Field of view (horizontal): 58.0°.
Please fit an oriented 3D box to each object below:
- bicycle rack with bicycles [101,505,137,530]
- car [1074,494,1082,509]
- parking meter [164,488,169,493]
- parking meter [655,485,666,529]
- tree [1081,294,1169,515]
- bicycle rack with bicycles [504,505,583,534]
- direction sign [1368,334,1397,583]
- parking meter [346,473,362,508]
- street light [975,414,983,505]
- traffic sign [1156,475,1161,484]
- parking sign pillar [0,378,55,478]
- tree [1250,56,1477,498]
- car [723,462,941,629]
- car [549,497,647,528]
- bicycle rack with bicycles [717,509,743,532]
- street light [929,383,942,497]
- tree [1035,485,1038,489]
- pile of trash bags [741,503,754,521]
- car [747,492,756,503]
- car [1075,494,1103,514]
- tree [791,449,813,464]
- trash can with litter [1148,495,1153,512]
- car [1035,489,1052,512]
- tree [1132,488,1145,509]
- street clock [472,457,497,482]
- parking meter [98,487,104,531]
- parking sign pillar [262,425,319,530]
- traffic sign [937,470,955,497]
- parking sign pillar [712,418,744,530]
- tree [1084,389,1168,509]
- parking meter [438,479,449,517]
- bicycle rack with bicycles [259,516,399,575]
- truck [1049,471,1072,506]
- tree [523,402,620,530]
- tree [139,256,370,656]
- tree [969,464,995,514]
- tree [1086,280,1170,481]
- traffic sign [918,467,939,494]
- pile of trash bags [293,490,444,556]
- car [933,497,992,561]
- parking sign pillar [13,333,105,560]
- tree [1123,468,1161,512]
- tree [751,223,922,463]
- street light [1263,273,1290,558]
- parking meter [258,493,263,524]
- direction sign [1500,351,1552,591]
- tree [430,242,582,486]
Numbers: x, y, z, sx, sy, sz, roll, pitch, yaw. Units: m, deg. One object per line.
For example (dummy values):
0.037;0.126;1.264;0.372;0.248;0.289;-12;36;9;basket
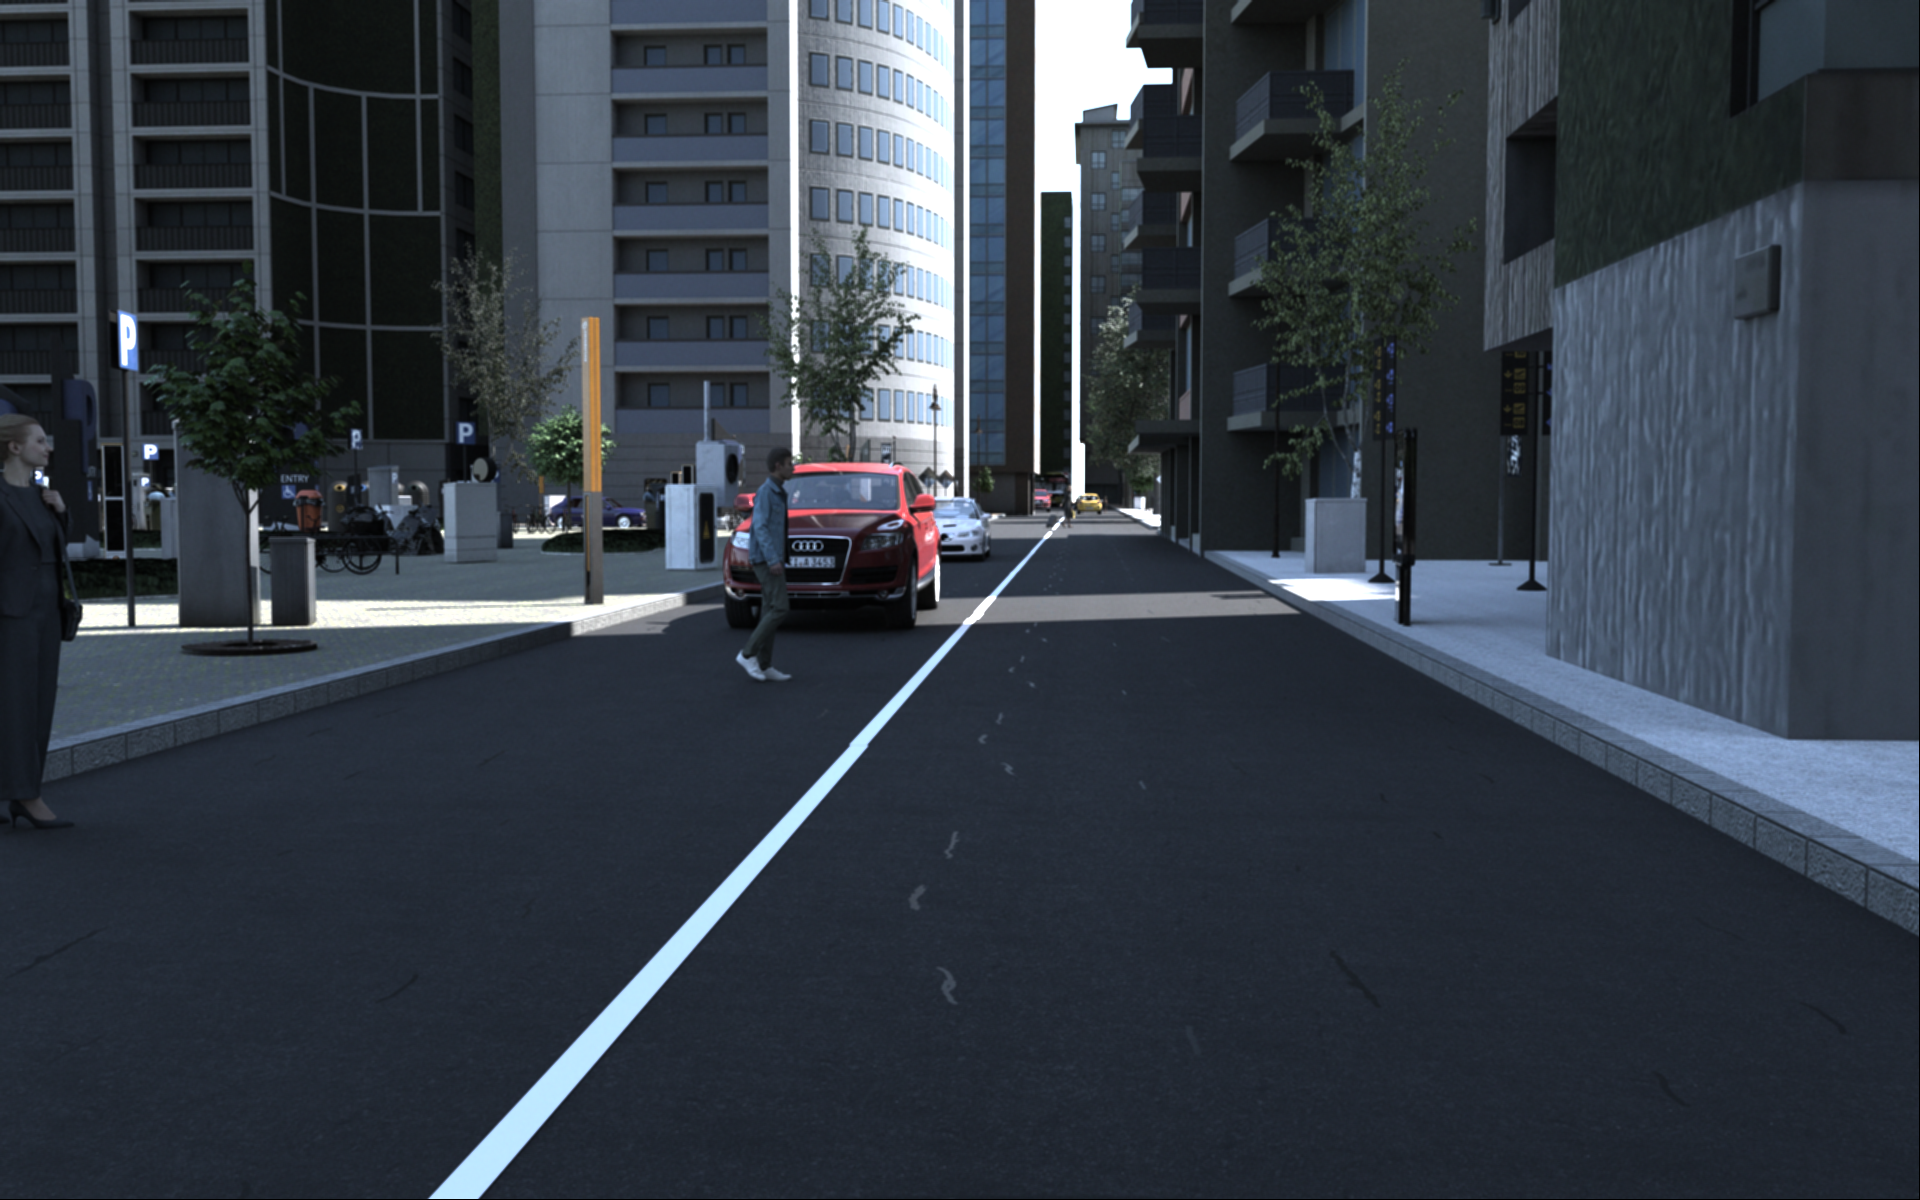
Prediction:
-28.895;-2.700;57.527;2.852;0.926;2.925;-3;4;-38;bicycle rack with bicycles
11.896;-9.554;165.990;2.009;1.686;4.222;0;4;4;car
-27.271;-3.113;59.312;0.372;1.533;0.369;0;3;0;parking meter
-8.192;-2.396;47.584;0.372;1.533;0.369;0;3;0;parking meter
12.476;-12.331;108.270;9.857;13.997;8.962;0;3;0;tree
-13.600;-2.657;56.830;2.852;0.926;2.925;-2;4;-28;bicycle rack with bicycles
6.119;-2.020;25.029;0.379;3.537;0.876;0;4;-5;direction sign
-16.854;-2.596;48.152;0.399;1.863;0.255;-1;4;-21;parking meter
1.074;-7.751;99.510;0.468;5.910;1.993;0;4;4;street light
8.435;-4.125;71.081;0.795;2.450;0.064;0;4;4;traffic sign
-19.238;-2.817;34.523;1.447;3.967;1.447;0;4;1;parking sign pillar
6.904;-4.878;30.110;4.737;8.622;4.395;0;3;0;tree
-1.373;-0.705;20.200;2.281;1.827;5.304;0;4;4;car
-14.431;-3.490;69.641;3.894;1.354;1.945;0;4;6;car
-7.159;-2.792;59.034;2.852;0.926;2.925;-2;4;-35;bicycle rack with bicycles
-1.029;-6.066;71.971;0.468;5.910;1.993;0;4;4;street light
8.227;-12.955;206.419;1.663;3.219;1.824;0;3;0;tree
-5.224;-2.593;52.156;1.912;1.369;3.447;-3;5;-40;pile of trash bags
-6.816;-3.564;67.312;4.494;1.783;2.155;0;4;3;car
9.266;-6.977;124.296;2.015;1.641;3.980;0;4;3;car
-6.794;-4.823;73.456;1.663;3.219;1.824;0;3;0;tree
14.696;-7.125;127.544;2.233;1.210;1.678;1;4;14;trash can with litter
6.224;-7.948;138.628;2.281;1.827;5.304;0;4;2;car
15.721;-9.685;152.953;1.663;3.219;1.824;0;3;0;tree
-9.422;-1.822;34.359;0.471;2.002;0.358;2;4;34;street clock
-21.742;-2.147;43.521;0.372;1.533;0.369;0;3;0;parking meter
-16.885;-3.376;43.670;1.447;3.967;1.447;0;4;-4;parking sign pillar
-0.585;-4.166;71.749;0.795;2.450;0.064;0;4;4;traffic sign
-8.339;-4.512;62.241;1.447;3.967;1.447;2;4;31;parking sign pillar
14.246;-13.498;146.439;9.928;11.665;9.643;0;3;0;tree
-19.278;-3.609;64.717;0.399;1.863;0.255;-1;4;-11;parking meter
-10.430;-0.884;27.831;2.925;0.926;2.852;-3;4;-36;bicycle rack with bicycles
12.107;-13.501;209.653;2.839;4.237;11.283;0;4;6;truck
-13.856;-4.774;61.761;4.285;4.588;4.351;0;3;0;tree
-5.701;-1.197;14.178;1.663;3.219;1.824;0;3;0;tree
1.643;-7.075;110.283;1.663;3.219;1.824;0;3;0;tree
10.915;-10.516;88.949;9.611;12.733;9.660;0;3;0;tree
-1.159;-3.678;63.785;0.795;2.450;0.064;0;4;4;traffic sign
-12.690;-1.671;37.081;3.447;1.369;1.912;1;4;13;pile of trash bags
-0.303;-1.598;38.484;2.083;1.381;4.827;0;4;3;car
-15.218;-2.529;29.814;1.447;3.967;1.447;-1;4;-15;parking sign pillar
15.041;-9.482;138.740;4.285;4.588;4.351;0;3;0;tree
-3.231;-5.882;46.540;4.737;8.622;4.395;0;3;0;tree
6.393;-3.799;34.899;0.468;5.910;1.993;0;4;4;street light
-29.858;-4.174;73.957;0.255;1.863;0.399;3;5;44;parking meter
7.639;-1.898;23.035;0.876;3.537;0.379;1;4;17;direction sign
-13.602;-6.179;51.389;4.360;8.622;3.978;0;3;0;tree
